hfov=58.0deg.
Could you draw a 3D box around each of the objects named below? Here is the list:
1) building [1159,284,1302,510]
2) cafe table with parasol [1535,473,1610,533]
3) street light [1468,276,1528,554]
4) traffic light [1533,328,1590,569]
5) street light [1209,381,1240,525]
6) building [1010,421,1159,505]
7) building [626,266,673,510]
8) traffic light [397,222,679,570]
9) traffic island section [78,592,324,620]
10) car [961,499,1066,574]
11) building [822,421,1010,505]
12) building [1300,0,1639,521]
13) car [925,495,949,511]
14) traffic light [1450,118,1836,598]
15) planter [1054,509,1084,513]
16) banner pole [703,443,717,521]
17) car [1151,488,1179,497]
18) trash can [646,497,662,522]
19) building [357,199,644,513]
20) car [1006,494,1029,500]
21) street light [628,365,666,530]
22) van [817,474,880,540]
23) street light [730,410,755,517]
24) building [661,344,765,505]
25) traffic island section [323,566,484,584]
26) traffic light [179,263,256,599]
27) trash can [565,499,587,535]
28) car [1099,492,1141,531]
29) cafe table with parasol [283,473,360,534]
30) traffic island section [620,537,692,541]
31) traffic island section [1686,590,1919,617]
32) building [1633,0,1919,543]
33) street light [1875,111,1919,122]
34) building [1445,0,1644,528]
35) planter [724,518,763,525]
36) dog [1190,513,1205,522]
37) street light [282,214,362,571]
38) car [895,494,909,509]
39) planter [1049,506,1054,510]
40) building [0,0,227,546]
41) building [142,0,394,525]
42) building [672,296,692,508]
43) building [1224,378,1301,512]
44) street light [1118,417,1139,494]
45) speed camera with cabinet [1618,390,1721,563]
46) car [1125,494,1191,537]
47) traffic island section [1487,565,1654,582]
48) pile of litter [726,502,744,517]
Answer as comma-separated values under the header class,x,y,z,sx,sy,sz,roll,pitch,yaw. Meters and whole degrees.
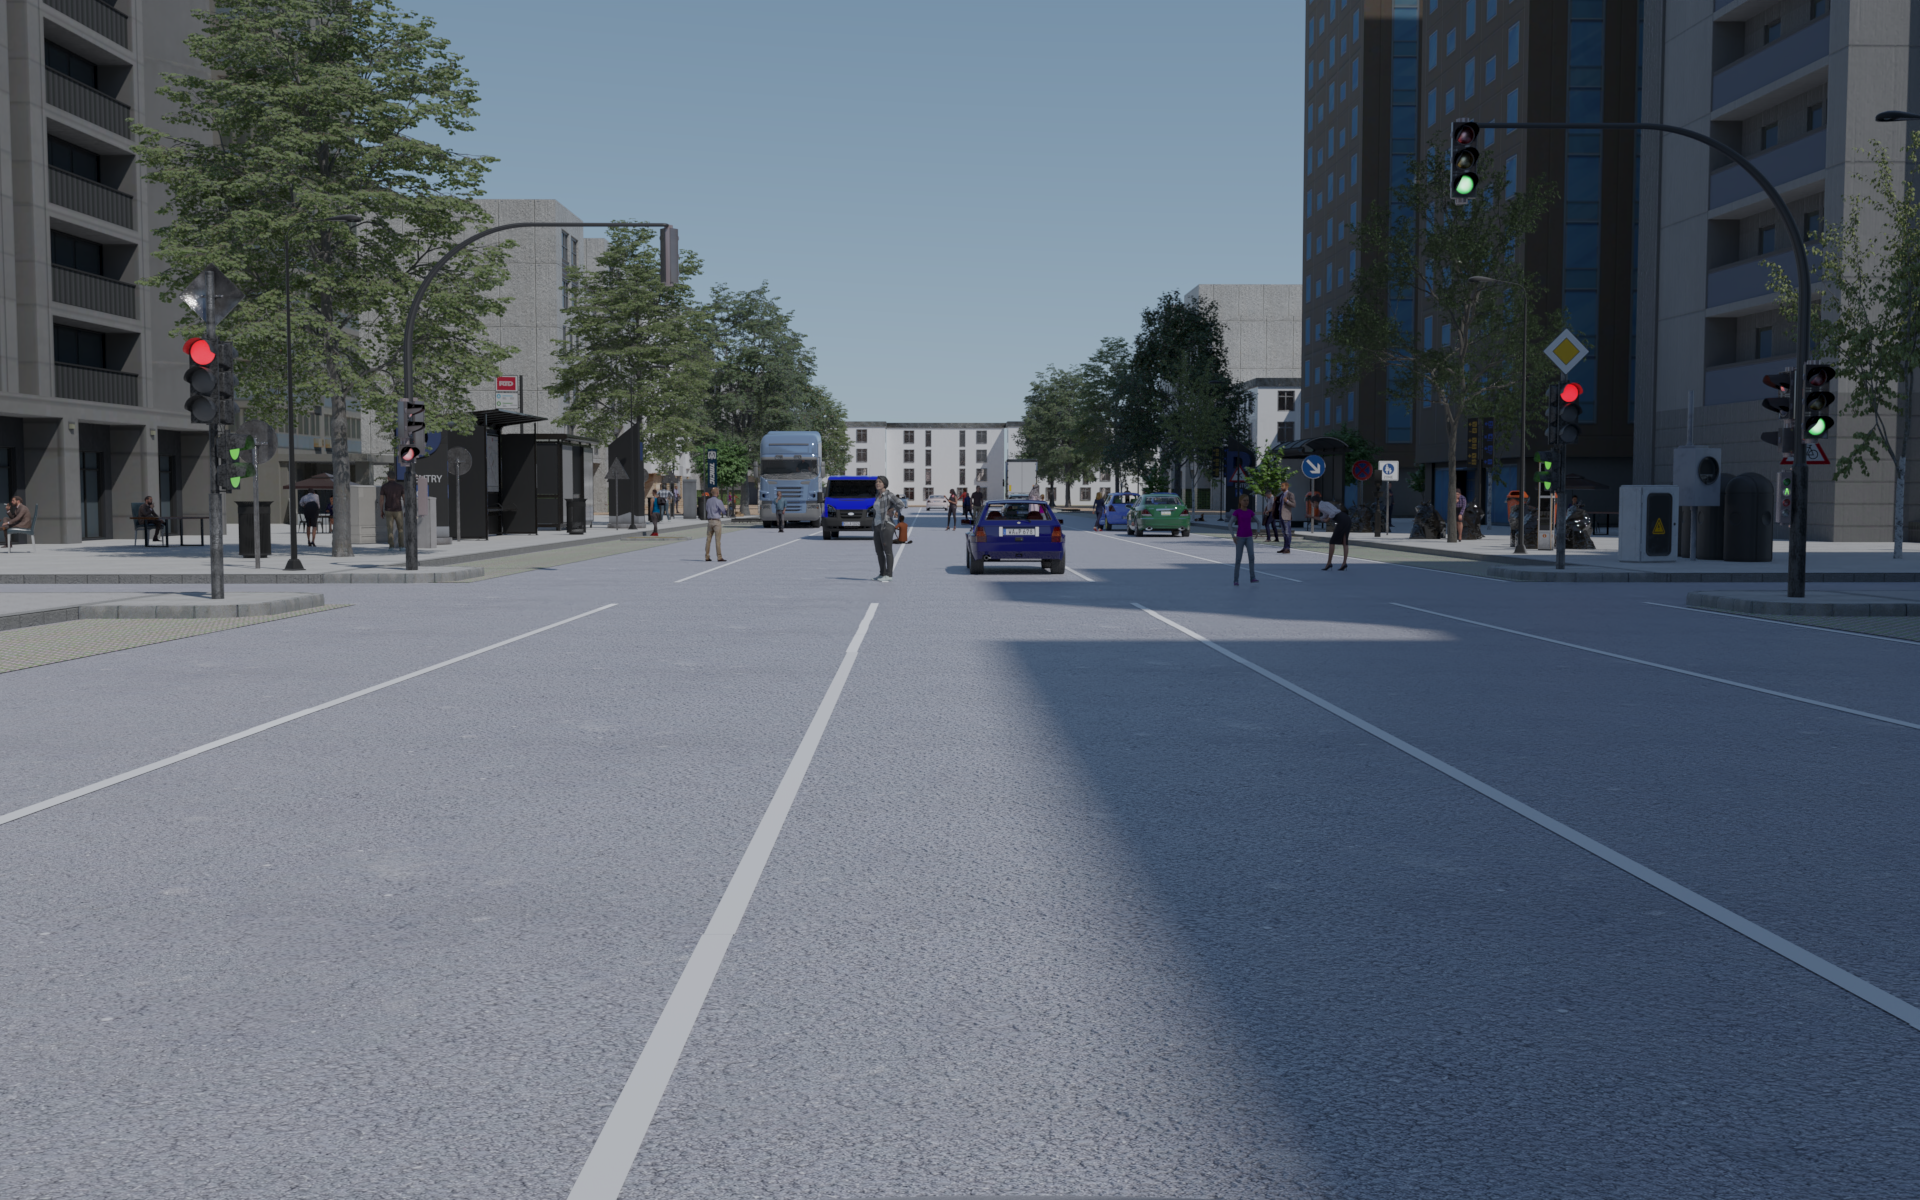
class,x,y,z,sx,sy,sz,roll,pitch,yaw
building,28.289,-17.627,154.653,16.747,18.905,31.486,0,4,-1
cafe table with parasol,20.098,-3.180,56.859,2.610,1.966,2.610,0,4,0
street light,11.536,-3.951,37.140,1.470,5.913,1.316,0,4,-1
traffic light,10.224,-2.478,29.436,0.839,4.253,0.868,0,4,-1
street light,10.903,-6.030,71.130,1.470,5.913,1.316,0,4,-1
building,19.387,-16.025,204.152,28.070,9.664,9.099,0,4,-1
building,-32.604,-17.413,141.119,16.016,20.091,11.380,0,4,-1
traffic light,-7.123,-3.331,29.131,4.771,5.953,1.251,0,4,-1
traffic island section,-9.104,0.066,21.207,2.009,0.180,2.903,0,4,-1
car,0.997,-1.206,32.293,1.945,1.354,3.894,0,4,-1
building,-8.688,-16.026,204.173,28.070,9.664,9.099,0,4,-1
building,27.729,-27.349,97.275,14.600,45.320,14.200,0,4,-1
car,-1.960,-8.347,148.834,2.083,1.381,4.827,0,3,0
traffic light,8.284,-2.850,21.272,4.771,5.953,1.251,0,4,-1
planter,8.361,-6.741,131.347,1.991,0.319,1.994,0,4,-1
banner pole,-12.198,-5.760,84.189,0.863,3.779,0.401,-1,4,-20
car,9.158,-4.223,78.633,1.945,1.707,3.694,0,4,-3
trash can,-13.822,-4.081,78.376,0.748,1.137,0.748,0,3,0
building,-32.881,-15.492,119.755,16.747,18.905,31.486,0,4,-1
car,2.914,-4.523,83.745,2.009,1.686,4.222,0,4,-1
street light,-11.279,-5.495,62.387,1.470,5.913,1.316,0,4,-1
van,-3.346,-3.143,55.769,2.240,2.365,5.245,0,3,0
street light,-12.032,-7.542,95.851,1.470,5.913,1.316,0,4,-1
building,-38.515,-20.783,206.259,31.486,18.905,16.747,0,4,-1
traffic island section,-9.254,-0.423,29.191,2.009,0.180,2.903,0,4,-1
traffic light,-9.064,-1.967,21.073,0.839,4.253,0.868,0,4,-1
trash can,-12.095,-2.625,54.573,0.748,1.137,0.748,0,3,0
car,6.463,-3.631,68.962,1.945,1.707,3.694,0,4,-3
cafe table with parasol,-20.585,-3.139,56.187,2.610,1.966,2.610,-2,4,-26
traffic island section,-9.394,-1.895,53.843,1.991,0.108,1.994,0,4,-1
traffic island section,10.414,0.044,21.567,2.009,0.180,2.903,0,4,-1
building,37.156,-31.012,49.042,28.212,58.520,21.231,0,4,-1
street light,11.790,-2.974,21.165,1.470,5.913,1.316,0,4,-1
building,28.042,-25.787,71.728,14.600,45.320,14.200,0,4,-1
planter,-9.893,-3.647,80.776,1.991,0.319,1.994,0,4,-1
dog,11.141,-3.860,80.852,0.748,0.427,0.550,1,4,16
street light,-10.642,-3.448,28.921,1.470,5.913,1.316,0,4,-1
car,-6.119,-9.862,173.253,2.014,1.417,4.499,0,4,0
planter,7.848,-8.408,158.603,1.991,0.319,1.994,0,4,-1
building,-33.152,-37.265,47.536,20.563,71.187,20.611,0,4,-1
building,-41.699,-23.651,78.572,32.217,40.220,23.993,0,4,-1
building,-31.337,-18.633,161.062,11.380,20.091,16.016,0,4,-1
building,25.884,-11.194,125.163,9.099,9.664,28.070,0,4,-1
street light,10.229,-8.077,104.595,1.470,5.913,1.316,0,4,-1
speed camera with cabinet,13.409,-2.345,32.677,2.038,3.252,0.660,-2,4,-25
car,6.785,-2.910,59.377,2.131,1.459,4.920,0,3,0
traffic island section,10.264,-0.445,29.550,2.009,0.180,2.903,0,4,-1
pile of litter,-12.742,-5.156,98.263,1.176,0.858,1.719,1,4,17
